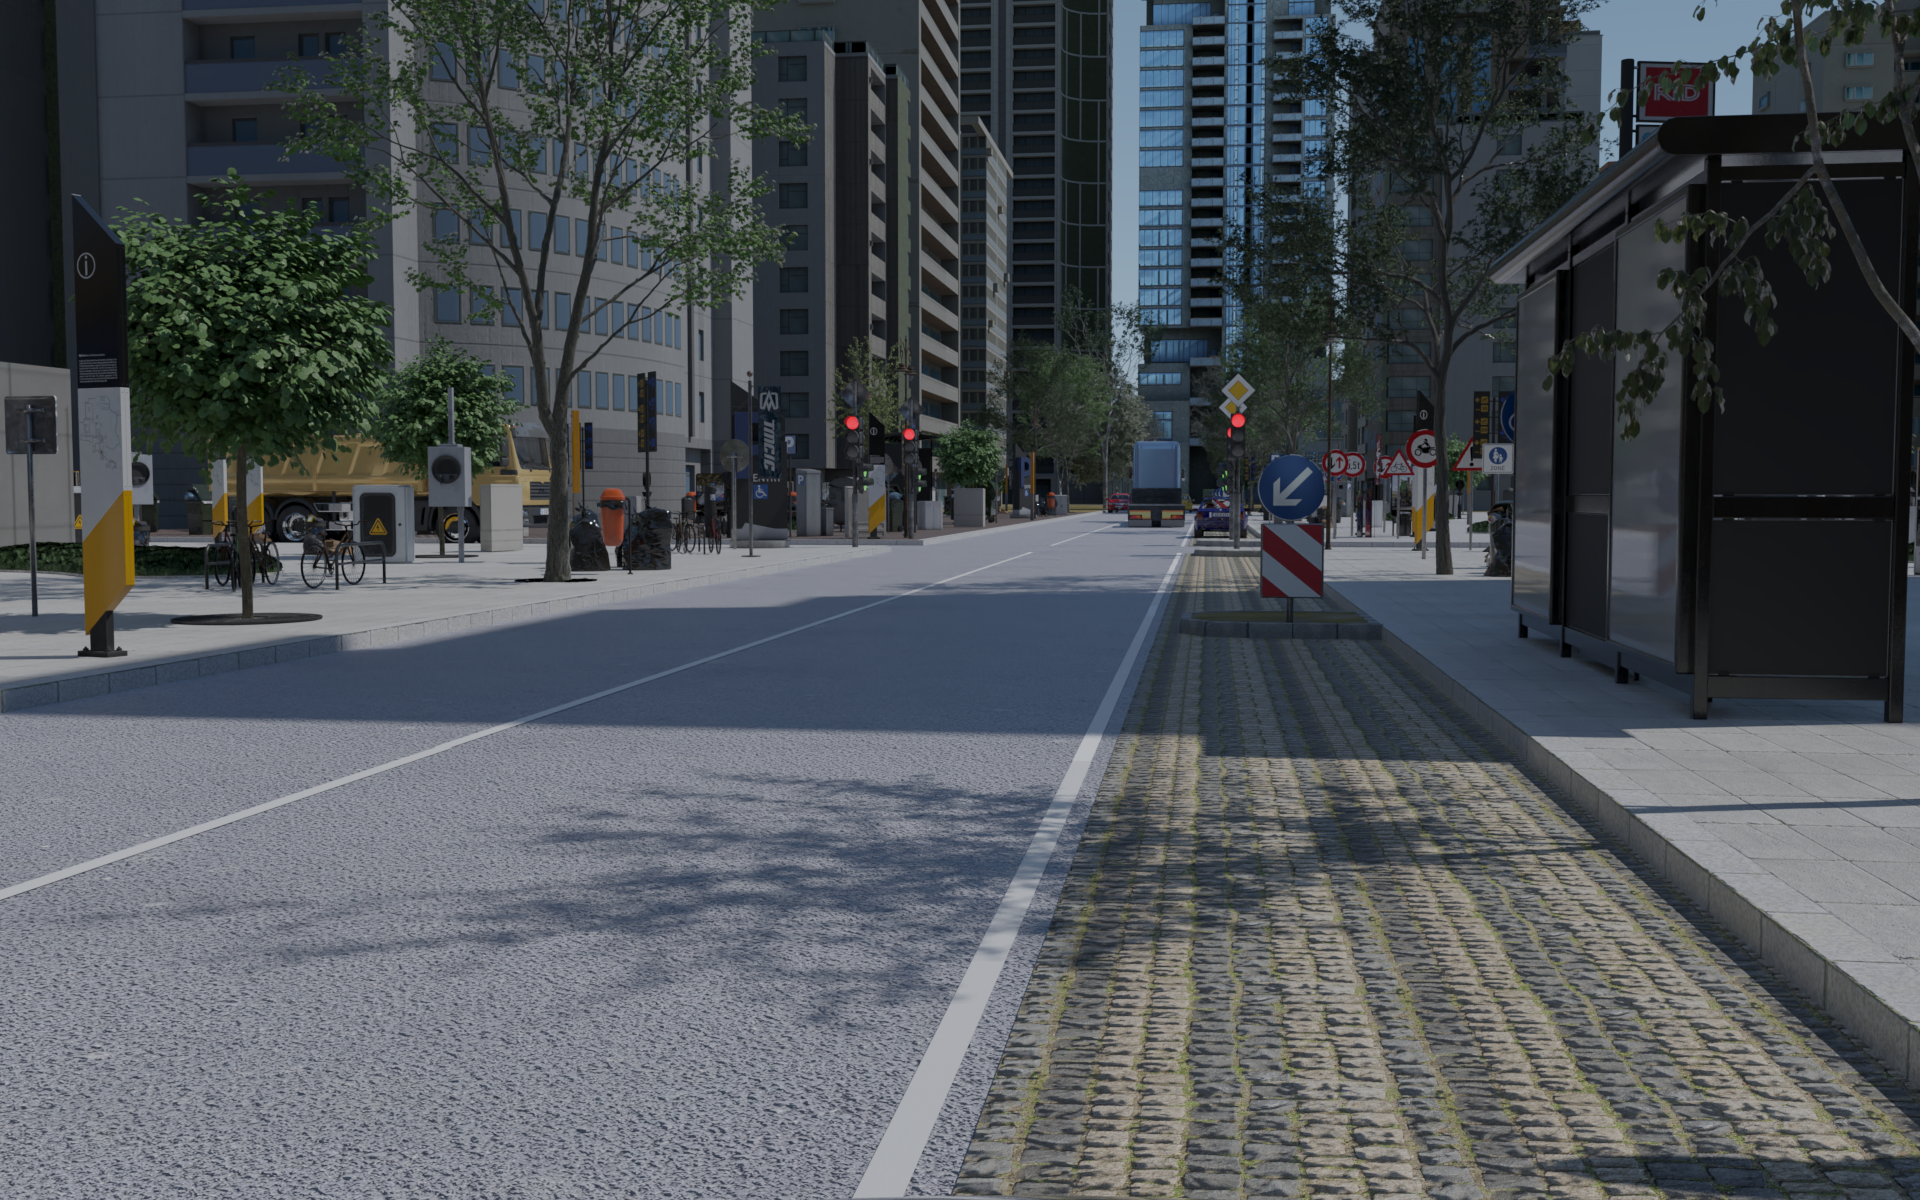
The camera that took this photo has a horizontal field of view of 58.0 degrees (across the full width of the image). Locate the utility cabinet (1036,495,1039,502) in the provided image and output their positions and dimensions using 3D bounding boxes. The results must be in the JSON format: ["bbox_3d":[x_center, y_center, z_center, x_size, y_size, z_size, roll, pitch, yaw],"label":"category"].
[{"bbox_3d":[4.663,-6.200,112.535,0.306,1.237,1.020,3,5,42],"label":"utility cabinet"}]

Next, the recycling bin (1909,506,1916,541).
[{"bbox_3d":[19.977,-1.418,35.745,0.722,1.027,0.722,-2,4,-30],"label":"recycling bin"}]

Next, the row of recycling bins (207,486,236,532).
[{"bbox_3d":[-25.726,-3.252,60.280,1.069,1.692,3.534,-2,4,-35],"label":"row of recycling bins"}]

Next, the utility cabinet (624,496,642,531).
[{"bbox_3d":[-11.667,-3.040,60.869,1.020,1.237,0.306,2,4,30],"label":"utility cabinet"}]

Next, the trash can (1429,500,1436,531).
[{"bbox_3d":[16.300,-2.929,59.541,0.748,1.137,0.748,0,3,0],"label":"trash can"}]

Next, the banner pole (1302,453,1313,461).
[{"bbox_3d":[21.216,-7.103,106.145,0.863,3.779,0.401,0,4,-8],"label":"banner pole"}]

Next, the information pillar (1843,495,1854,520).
[{"bbox_3d":[35.673,-3.980,69.564,0.304,2.012,0.304,0,4,6],"label":"information pillar"}]

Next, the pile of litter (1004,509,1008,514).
[{"bbox_3d":[2.636,-6.093,113.582,1.719,0.858,1.176,-3,4,-38],"label":"pile of litter"}]

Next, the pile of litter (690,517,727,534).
[{"bbox_3d":[-7.921,-2.542,55.535,1.719,0.858,1.176,0,4,5],"label":"pile of litter"}]

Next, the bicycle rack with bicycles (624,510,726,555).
[{"bbox_3d":[-6.380,-1.483,37.632,2.852,0.926,2.925,-1,4,-11],"label":"bicycle rack with bicycles"}]

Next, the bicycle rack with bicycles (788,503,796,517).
[{"bbox_3d":[-7.117,-3.320,67.662,2.925,0.926,2.852,0,4,-8],"label":"bicycle rack with bicycles"}]

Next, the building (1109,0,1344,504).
[{"bbox_3d":[35.196,-55.799,224.982,31.000,86.520,22.319,0,4,8],"label":"building"}]

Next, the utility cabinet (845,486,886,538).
[{"bbox_3d":[-2.749,-2.555,50.453,1.173,1.500,0.318,-2,4,-24],"label":"utility cabinet"}]

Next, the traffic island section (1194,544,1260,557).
[{"bbox_3d":[6.498,-1.117,40.537,2.009,0.180,2.903,0,4,8],"label":"traffic island section"}]

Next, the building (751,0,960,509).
[{"bbox_3d":[-12.016,-31.411,137.264,21.300,48.544,21.600,0,4,8],"label":"building"}]

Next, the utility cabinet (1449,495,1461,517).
[{"bbox_3d":[27.852,-5.279,97.479,0.306,1.237,1.020,0,4,-8],"label":"utility cabinet"}]

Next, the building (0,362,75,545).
[{"bbox_3d":[-29.082,-35.787,23.366,20.611,71.187,20.563,0,4,8],"label":"building"}]

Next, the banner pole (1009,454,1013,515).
[{"bbox_3d":[3.237,-7.256,108.660,0.401,3.779,0.863,-2,4,-24],"label":"banner pole"}]

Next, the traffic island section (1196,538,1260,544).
[{"bbox_3d":[7.626,-1.600,48.442,2.009,0.180,2.903,0,4,8],"label":"traffic island section"}]

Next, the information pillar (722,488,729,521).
[{"bbox_3d":[-9.462,-4.009,70.035,0.304,2.012,0.304,-2,4,-24],"label":"information pillar"}]

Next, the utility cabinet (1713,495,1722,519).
[{"bbox_3d":[38.668,-4.729,88.473,1.020,1.237,0.306,3,4,36],"label":"utility cabinet"}]

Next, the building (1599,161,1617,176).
[{"bbox_3d":[93.255,-34.495,218.620,28.867,44.769,22.147,0,4,8],"label":"building"}]

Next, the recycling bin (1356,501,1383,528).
[{"bbox_3d":[15.774,-3.312,66.713,0.722,1.027,0.722,-2,4,-32],"label":"recycling bin"}]

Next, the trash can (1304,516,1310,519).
[{"bbox_3d":[17.770,-4.750,89.321,0.748,1.137,0.748,0,3,0],"label":"trash can"}]

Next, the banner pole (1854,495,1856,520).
[{"bbox_3d":[24.721,-3.548,48.031,0.863,3.779,0.401,-2,4,-25],"label":"banner pole"}]

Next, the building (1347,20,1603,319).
[{"bbox_3d":[64.415,-41.531,221.031,28.212,58.520,21.231,0,4,8],"label":"building"}]

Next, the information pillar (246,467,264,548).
[{"bbox_3d":[-16.539,-3.001,40.428,0.504,3.616,0.183,0,4,6],"label":"information pillar"}]

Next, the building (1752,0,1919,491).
[{"bbox_3d":[90.244,-33.223,166.895,21.600,48.544,21.300,0,4,8],"label":"building"}]

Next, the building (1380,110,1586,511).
[{"bbox_3d":[39.860,-22.204,134.741,14.160,30.474,14.107,0,4,8],"label":"building"}]

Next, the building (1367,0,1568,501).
[{"bbox_3d":[42.830,-30.465,148.219,14.600,45.320,14.200,0,4,8],"label":"building"}]

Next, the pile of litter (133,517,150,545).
[{"bbox_3d":[-15.314,-1.154,32.840,1.176,0.858,1.719,-1,4,-12],"label":"pile of litter"}]

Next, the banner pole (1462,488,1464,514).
[{"bbox_3d":[32.202,-7.372,110.553,0.401,3.779,0.863,2,4,31],"label":"banner pole"}]

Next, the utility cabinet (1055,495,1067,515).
[{"bbox_3d":[5.976,-5.739,104.997,1.020,1.237,0.306,0,4,-3],"label":"utility cabinet"}]

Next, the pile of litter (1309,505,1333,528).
[{"bbox_3d":[13.643,-3.156,65.561,1.176,0.858,1.719,-3,4,-38],"label":"pile of litter"}]

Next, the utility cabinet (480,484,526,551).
[{"bbox_3d":[-10.240,-1.834,38.657,0.318,1.500,1.173,1,4,21],"label":"utility cabinet"}]

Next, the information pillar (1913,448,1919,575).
[{"bbox_3d":[15.300,-1.395,27.303,0.304,2.012,0.304,-1,4,-15],"label":"information pillar"}]

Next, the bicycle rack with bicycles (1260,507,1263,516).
[{"bbox_3d":[18.518,-5.159,97.729,2.925,0.926,2.852,1,4,15],"label":"bicycle rack with bicycles"}]

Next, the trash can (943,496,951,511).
[{"bbox_3d":[-0.830,-6.778,122.477,0.748,1.137,0.748,0,3,0],"label":"trash can"}]

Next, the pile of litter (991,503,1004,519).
[{"bbox_3d":[1.233,-4.539,88.180,1.176,0.858,1.719,-1,4,-19],"label":"pile of litter"}]

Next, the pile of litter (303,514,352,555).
[{"bbox_3d":[-13.513,-1.410,37.025,1.176,0.858,1.719,0,4,-4],"label":"pile of litter"}]

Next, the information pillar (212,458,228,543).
[{"bbox_3d":[-17.940,-3.092,41.906,0.504,3.616,0.183,2,4,32],"label":"information pillar"}]

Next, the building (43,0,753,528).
[{"bbox_3d":[-23.101,-32.679,76.308,21.231,58.520,28.212,0,4,8],"label":"building"}]

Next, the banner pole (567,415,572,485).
[{"bbox_3d":[-12.256,-3.919,54.086,0.863,3.779,0.401,2,4,27],"label":"banner pole"}]

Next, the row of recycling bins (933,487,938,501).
[{"bbox_3d":[-2.276,-5.046,89.622,1.069,1.692,3.534,-2,4,-34],"label":"row of recycling bins"}]

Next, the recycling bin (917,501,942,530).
[{"bbox_3d":[-1.086,-3.030,62.103,0.722,1.027,0.722,-2,4,-23],"label":"recycling bin"}]

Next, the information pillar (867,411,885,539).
[{"bbox_3d":[-2.380,-3.538,49.193,0.504,3.616,0.183,-1,4,-21],"label":"information pillar"}]

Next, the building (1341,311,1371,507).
[{"bbox_3d":[52.532,-19.832,169.292,27.650,21.520,28.899,0,4,8],"label":"building"}]

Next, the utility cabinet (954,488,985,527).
[{"bbox_3d":[0.369,-3.554,66.787,1.173,1.500,0.318,1,4,16],"label":"utility cabinet"}]

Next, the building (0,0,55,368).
[{"bbox_3d":[-44.153,-18.318,71.205,14.107,30.474,14.160,0,4,8],"label":"building"}]

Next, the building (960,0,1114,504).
[{"bbox_3d":[9.286,-48.326,228.380,20.611,71.187,20.563,0,4,8],"label":"building"}]

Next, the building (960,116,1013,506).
[{"bbox_3d":[-7.501,-29.602,175.876,23.993,40.220,32.217,0,4,8],"label":"building"}]

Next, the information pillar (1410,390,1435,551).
[{"bbox_3d":[10.455,-2.913,38.990,0.504,3.616,0.183,-2,4,-26],"label":"information pillar"}]

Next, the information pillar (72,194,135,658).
[{"bbox_3d":[-6.711,-1.358,13.564,0.504,3.616,0.183,2,4,24],"label":"information pillar"}]

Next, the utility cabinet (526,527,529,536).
[{"bbox_3d":[-13.525,-2.644,51.906,1.173,1.500,0.318,1,4,18],"label":"utility cabinet"}]

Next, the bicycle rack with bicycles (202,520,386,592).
[{"bbox_3d":[-9.323,-0.642,23.883,2.852,0.926,2.925,0,4,3],"label":"bicycle rack with bicycles"}]

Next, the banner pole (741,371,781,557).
[{"bbox_3d":[-4.032,-2.766,35.236,0.863,3.779,0.401,0,4,-1],"label":"banner pole"}]

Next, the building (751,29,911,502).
[{"bbox_3d":[-11.279,-20.821,112.118,14.160,30.474,14.107,0,4,8],"label":"building"}]

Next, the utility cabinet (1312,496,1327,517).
[{"bbox_3d":[16.785,-4.255,80.733,0.306,1.237,1.020,3,5,42],"label":"utility cabinet"}]

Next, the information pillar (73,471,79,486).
[{"bbox_3d":[-28.512,-3.133,55.711,0.304,2.012,0.304,-1,4,-15],"label":"information pillar"}]

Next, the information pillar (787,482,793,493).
[{"bbox_3d":[-10.046,-5.979,102.246,0.304,2.012,0.304,-3,4,-36],"label":"information pillar"}]
